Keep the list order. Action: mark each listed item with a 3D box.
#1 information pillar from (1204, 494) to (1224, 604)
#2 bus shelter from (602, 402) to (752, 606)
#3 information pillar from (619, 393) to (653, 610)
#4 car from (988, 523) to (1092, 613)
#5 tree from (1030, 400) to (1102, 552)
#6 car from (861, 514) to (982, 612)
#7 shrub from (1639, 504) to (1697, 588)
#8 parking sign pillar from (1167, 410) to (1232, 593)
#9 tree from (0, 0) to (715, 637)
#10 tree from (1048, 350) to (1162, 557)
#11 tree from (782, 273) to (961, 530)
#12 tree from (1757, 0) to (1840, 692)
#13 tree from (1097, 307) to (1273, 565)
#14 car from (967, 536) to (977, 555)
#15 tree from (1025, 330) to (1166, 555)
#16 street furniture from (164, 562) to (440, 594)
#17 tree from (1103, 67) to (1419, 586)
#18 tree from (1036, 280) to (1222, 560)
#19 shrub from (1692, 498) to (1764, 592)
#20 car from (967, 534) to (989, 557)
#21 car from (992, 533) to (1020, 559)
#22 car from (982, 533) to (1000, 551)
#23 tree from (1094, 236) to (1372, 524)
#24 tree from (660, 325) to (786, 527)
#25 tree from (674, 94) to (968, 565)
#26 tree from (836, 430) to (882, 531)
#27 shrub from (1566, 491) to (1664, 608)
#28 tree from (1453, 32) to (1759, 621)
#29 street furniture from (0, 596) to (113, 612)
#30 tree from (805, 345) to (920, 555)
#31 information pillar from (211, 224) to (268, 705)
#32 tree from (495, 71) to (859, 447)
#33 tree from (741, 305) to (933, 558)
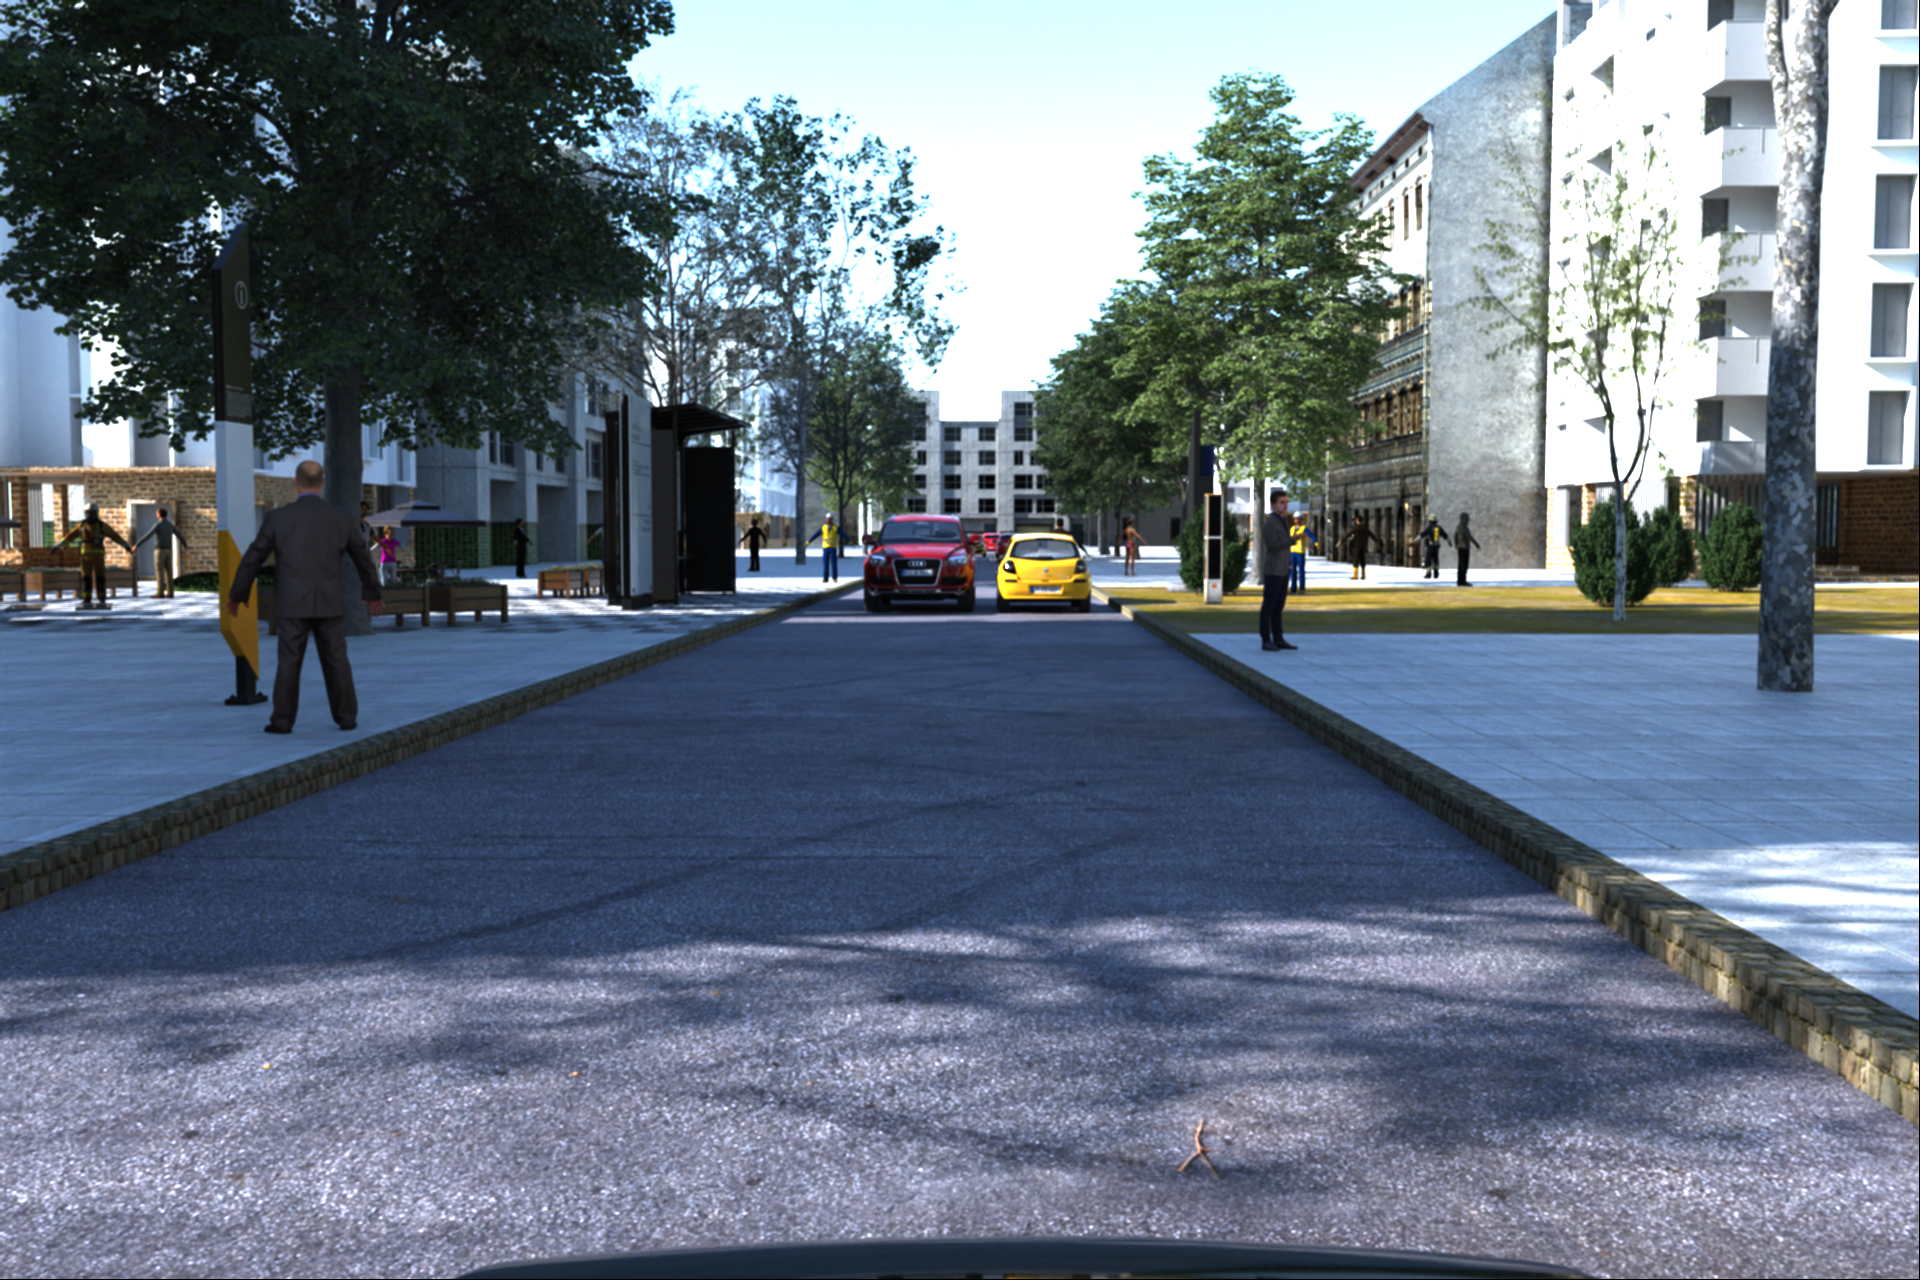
[{"bbox_3d":[4.634,-1.661,31.644,0.304,2.012,0.304,0,4,0],"label":"information pillar"},{"bbox_3d":[-5.433,-2.615,34.031,1.731,3.624,6.357,0,4,2],"label":"bus shelter"},{"bbox_3d":[-5.563,-2.353,29.793,0.184,3.620,1.656,0,4,2],"label":"information pillar"},{"bbox_3d":[1.550,-1.391,32.968,2.015,1.641,3.980,0,4,0],"label":"car"},{"bbox_3d":[9.812,-12.944,122.006,12.009,13.543,11.850,0,3,0],"label":"tree"},{"bbox_3d":[-0.719,-1.520,33.533,2.281,1.827,5.304,0,4,1],"label":"car"},{"bbox_3d":[16.865,-2.274,41.597,1.690,2.028,1.600,0,3,0],"label":"shrub"},{"bbox_3d":[5.316,-3.051,38.359,1.447,3.967,1.447,0,4,2],"label":"parking sign pillar"},{"bbox_3d":[-7.804,-7.033,21.640,9.857,13.997,8.962,0,3,0],"label":"tree"},{"bbox_3d":[8.758,-10.430,96.287,9.928,11.665,9.643,0,3,0],"label":"tree"},{"bbox_3d":[-6.647,-16.532,126.184,12.611,20.169,13.585,0,3,0],"label":"tree"},{"bbox_3d":[8.122,-9.609,12.990,12.611,20.169,13.585,0,3,0],"label":"tree"},{"bbox_3d":[9.142,-8.196,68.415,7.601,10.594,8.767,-3,5,-41],"label":"tree"},{"bbox_3d":[-0.108,-4.610,87.951,1.945,1.354,3.894,0,4,1],"label":"car"},{"bbox_3d":[8.814,-12.189,105.938,9.857,13.997,8.962,0,3,0],"label":"tree"},{"bbox_3d":[-15.806,-1.620,42.111,5.734,0.657,10.072,0,4,-8],"label":"street furniture"},{"bbox_3d":[7.438,-7.657,43.323,7.486,12.596,7.792,0,3,0],"label":"tree"},{"bbox_3d":[8.450,-10.892,84.747,9.857,13.997,8.962,0,3,0],"label":"tree"},{"bbox_3d":[17.130,-2.095,38.291,1.661,2.075,1.752,0,3,0],"label":"shrub"},{"bbox_3d":[0.795,-5.988,108.130,2.015,1.641,3.980,0,4,1],"label":"car"},{"bbox_3d":[2.900,-5.467,98.433,2.155,1.783,4.494,0,4,1],"label":"car"},{"bbox_3d":[2.238,-6.938,122.480,2.155,1.783,4.494,0,4,1],"label":"car"},{"bbox_3d":[8.196,-7.232,52.648,8.767,10.594,7.601,1,4,8],"label":"tree"},{"bbox_3d":[-7.720,-6.486,56.403,4.360,8.622,3.978,0,3,0],"label":"tree"},{"bbox_3d":[-6.085,-13.294,73.251,12.611,20.169,13.585,0,3,0],"label":"tree"},{"bbox_3d":[-6.089,-10.040,114.508,4.360,8.622,3.978,0,3,0],"label":"tree"},{"bbox_3d":[11.487,-1.588,30.380,1.690,2.028,1.600,0,3,0],"label":"shrub"},{"bbox_3d":[9.956,-4.597,25.517,4.360,8.622,3.978,0,3,0],"label":"tree"},{"bbox_3d":[-18.765,-1.161,25.832,11.010,1.723,9.812,-2,4,-25],"label":"street furniture"},{"bbox_3d":[-6.114,-11.346,103.632,7.486,12.596,7.792,0,3,0],"label":"tree"},{"bbox_3d":[-5.413,-1.321,12.947,0.183,3.616,0.504,0,4,1],"label":"information pillar"},{"bbox_3d":[-7.545,-8.314,46.304,12.009,13.543,11.850,0,3,0],"label":"tree"},{"bbox_3d":[-6.259,-11.110,92.026,12.009,13.543,11.850,0,3,0],"label":"tree"}]
